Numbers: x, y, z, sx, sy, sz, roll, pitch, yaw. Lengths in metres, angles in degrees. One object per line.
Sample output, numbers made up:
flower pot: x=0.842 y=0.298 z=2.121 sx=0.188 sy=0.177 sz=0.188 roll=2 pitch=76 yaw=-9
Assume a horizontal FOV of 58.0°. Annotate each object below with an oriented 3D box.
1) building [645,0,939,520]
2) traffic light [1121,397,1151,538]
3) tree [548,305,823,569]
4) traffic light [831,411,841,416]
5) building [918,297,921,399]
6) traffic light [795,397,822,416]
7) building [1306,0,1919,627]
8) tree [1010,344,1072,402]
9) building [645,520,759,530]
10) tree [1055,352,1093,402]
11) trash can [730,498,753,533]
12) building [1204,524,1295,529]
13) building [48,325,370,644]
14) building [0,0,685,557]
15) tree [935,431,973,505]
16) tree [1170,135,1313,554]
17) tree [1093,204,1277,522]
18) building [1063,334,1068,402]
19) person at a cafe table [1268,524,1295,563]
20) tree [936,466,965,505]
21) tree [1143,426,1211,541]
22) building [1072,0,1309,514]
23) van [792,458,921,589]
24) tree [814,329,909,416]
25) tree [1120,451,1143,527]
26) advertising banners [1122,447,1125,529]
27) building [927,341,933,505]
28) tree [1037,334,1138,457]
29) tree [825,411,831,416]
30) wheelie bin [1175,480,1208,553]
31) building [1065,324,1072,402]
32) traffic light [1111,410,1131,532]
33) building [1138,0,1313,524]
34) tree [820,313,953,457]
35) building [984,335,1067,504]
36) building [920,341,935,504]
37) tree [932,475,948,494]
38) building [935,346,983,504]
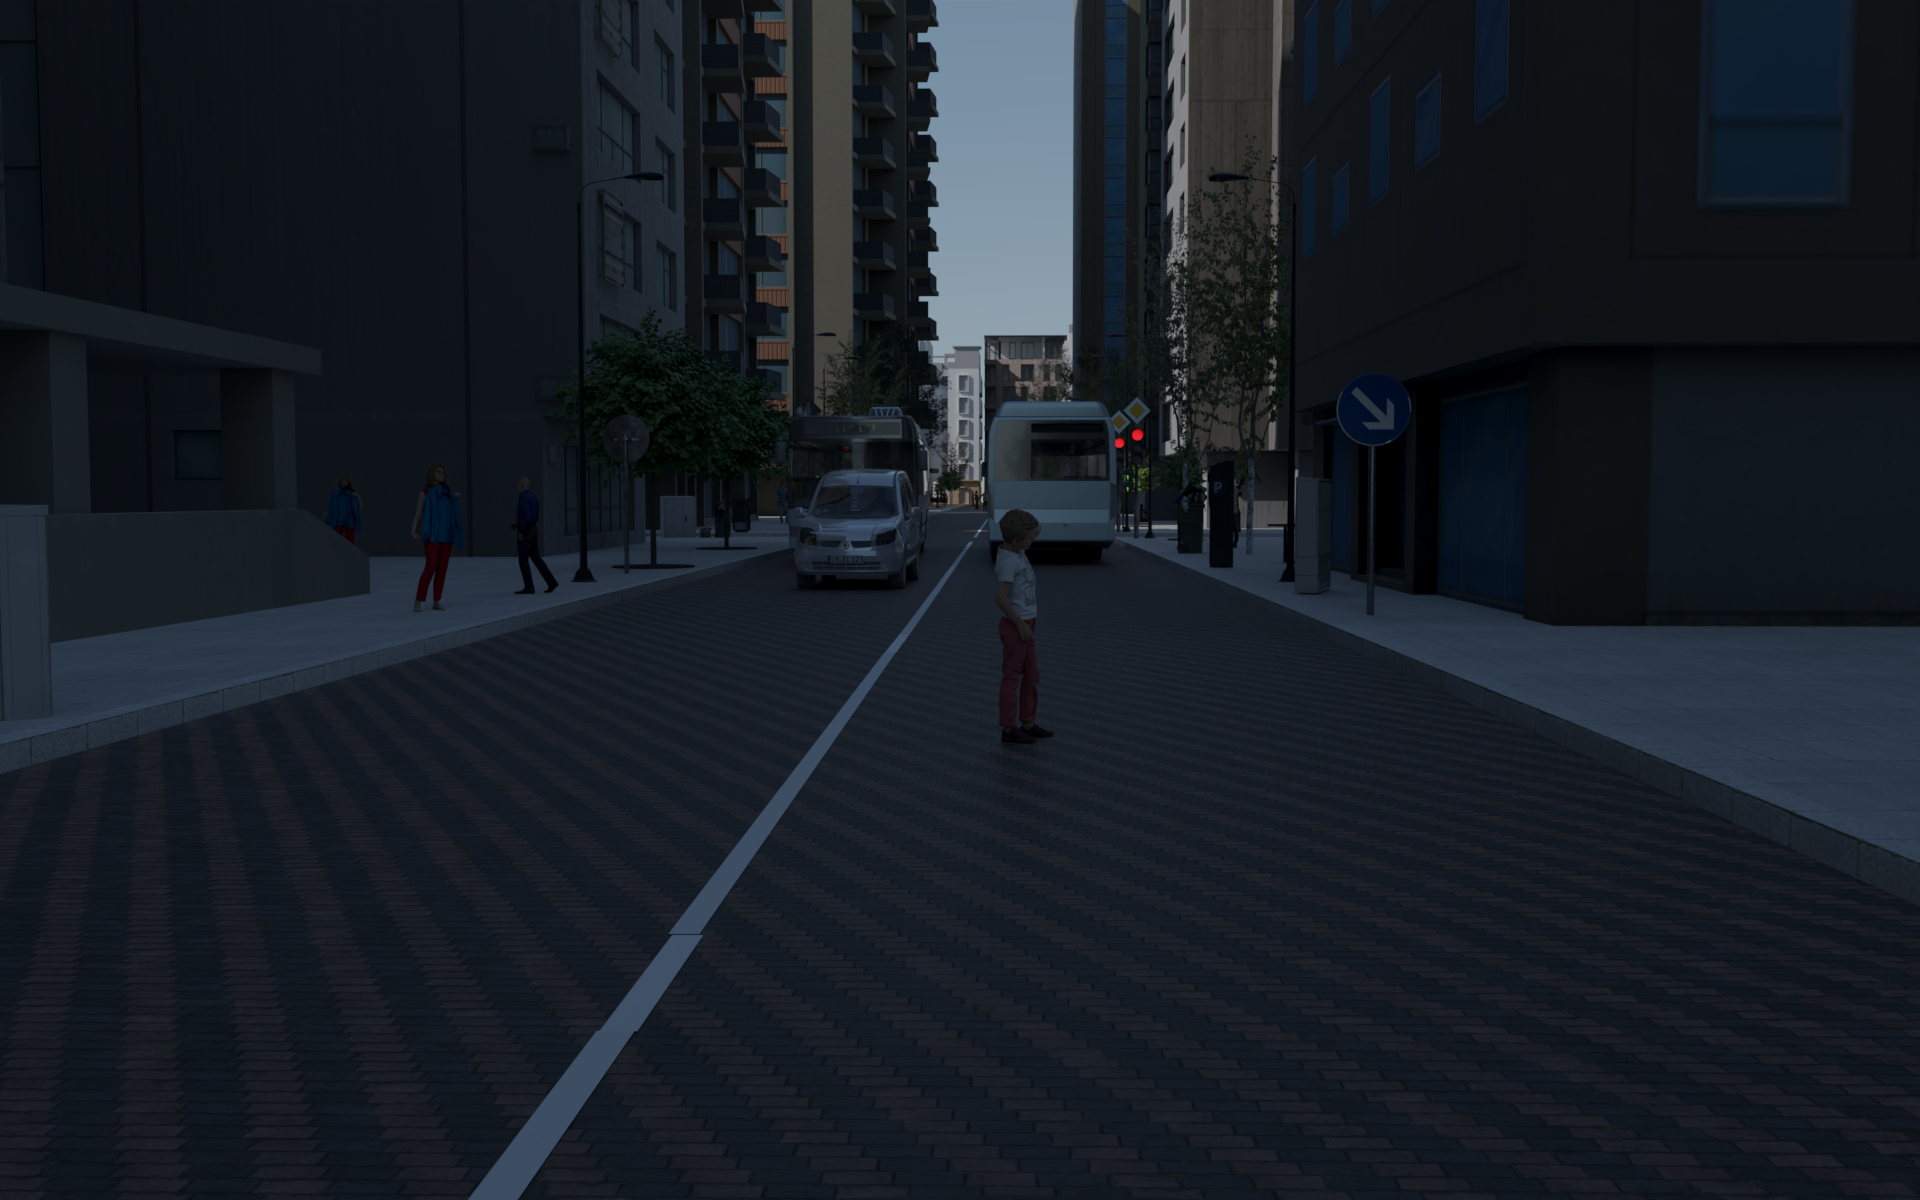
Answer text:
building: x=-12.695 y=-27.878 z=110.428 sx=22.147 sy=44.769 sz=28.867 roll=0 pitch=4 yaw=2
traffic light: x=5.094 y=-3.745 z=50.157 sx=0.839 sy=4.253 sz=0.868 roll=0 pitch=4 yaw=2
tree: x=-5.425 y=-2.846 z=30.241 sx=4.285 sy=4.588 sz=4.351 roll=0 pitch=3 yaw=0
traffic light: x=-4.171 y=-4.248 z=58.375 sx=0.839 sy=4.253 sz=0.868 roll=0 pitch=4 yaw=2
building: x=-18.111 y=-18.741 z=150.396 sx=27.936 sy=21.610 sz=32.646 roll=0 pitch=4 yaw=2
traffic light: x=-4.384 y=-3.760 z=50.392 sx=0.839 sy=4.253 sz=0.868 roll=0 pitch=4 yaw=2
building: x=12.499 y=-22.743 z=21.958 sx=14.600 sy=45.320 sz=14.200 roll=0 pitch=4 yaw=2
tree: x=8.074 y=-14.210 z=142.710 sx=12.009 sy=13.543 sz=11.850 roll=0 pitch=3 yaw=0
building: x=-19.511 y=-25.637 z=73.797 sx=22.147 sy=44.769 sz=28.867 roll=0 pitch=4 yaw=2
tree: x=7.018 y=-7.914 z=79.756 sx=4.360 sy=8.622 sz=3.978 roll=0 pitch=3 yaw=0
trash can: x=-7.312 y=-2.831 z=57.942 sx=0.748 sy=1.137 sz=0.748 roll=0 pitch=3 yaw=0
building: x=15.231 y=-18.038 z=66.615 sx=14.107 sy=30.474 sz=14.160 roll=0 pitch=4 yaw=2
building: x=-23.887 y=-19.738 z=14.595 sx=32.217 sy=40.220 sz=23.993 roll=0 pitch=4 yaw=2
building: x=-14.270 y=-21.859 z=40.985 sx=14.086 sy=41.232 sz=14.154 roll=0 pitch=4 yaw=2
tree: x=-0.670 y=-15.134 z=197.805 sx=4.360 sy=8.622 sz=3.978 roll=0 pitch=3 yaw=0
tree: x=6.396 y=-5.278 z=36.656 sx=4.737 sy=8.622 sz=4.395 roll=0 pitch=3 yaw=0
tree: x=5.856 y=-5.730 z=44.046 sx=4.360 sy=8.622 sz=3.978 roll=0 pitch=3 yaw=0
building: x=20.228 y=-19.888 z=191.632 sx=16.747 sy=18.905 sz=31.486 roll=0 pitch=4 yaw=2
person at a cafe table: x=6.937 y=-1.302 z=32.149 sx=1.698 sy=1.238 sz=1.726 roll=-3 pitch=5 yaw=-39
tree: x=-1.144 y=-13.361 z=202.165 sx=4.285 sy=4.588 sz=4.351 roll=0 pitch=3 yaw=0
tree: x=6.358 y=-3.265 z=47.989 sx=1.663 sy=3.219 sz=1.824 roll=0 pitch=3 yaw=0
building: x=14.839 y=-28.583 z=117.446 sx=14.600 sy=45.320 sz=14.200 roll=0 pitch=4 yaw=2
van: x=-1.576 y=-1.257 z=27.563 sx=2.013 sy=2.044 sz=4.112 roll=0 pitch=4 yaw=3
tree: x=-4.487 y=-7.836 z=78.479 sx=4.737 sy=8.622 sz=4.395 roll=0 pitch=3 yaw=0
tree: x=6.957 y=-4.440 z=67.200 sx=1.663 sy=3.219 sz=1.824 roll=0 pitch=3 yaw=0
advertising banners: x=6.014 y=-4.124 z=63.613 sx=0.090 sy=3.025 sz=2.074 roll=0 pitch=4 yaw=7
building: x=-19.190 y=-20.412 z=200.196 sx=31.486 sy=18.905 sz=16.747 roll=0 pitch=4 yaw=2
tree: x=7.671 y=-10.256 z=102.092 sx=8.767 sy=10.594 sz=7.601 roll=2 pitch=4 yaw=23
tree: x=-5.417 y=-3.457 z=40.240 sx=4.285 sy=4.588 sz=4.351 roll=0 pitch=3 yaw=0
wheelie bin: x=5.024 y=-1.818 z=37.633 sx=0.693 sy=1.594 sz=0.980 roll=1 pitch=4 yaw=8
building: x=18.441 y=-19.194 z=170.241 sx=16.016 sy=20.091 sz=11.380 roll=0 pitch=4 yaw=2
traffic light: x=5.307 y=-4.234 z=58.139 sx=0.839 sy=4.253 sz=0.868 roll=0 pitch=4 yaw=2
building: x=16.093 y=-19.416 z=89.146 sx=14.160 sy=30.474 sz=14.107 roll=0 pitch=4 yaw=2
tree: x=-3.814 y=-9.443 z=88.803 sx=7.601 sy=10.594 sz=8.767 roll=1 pitch=4 yaw=10
building: x=19.643 y=-23.783 z=232.819 sx=32.646 sy=21.610 sz=27.936 roll=0 pitch=4 yaw=2
building: x=-11.216 y=-20.011 z=183.602 sx=16.016 sy=20.091 sz=11.380 roll=0 pitch=4 yaw=2
tree: x=-1.828 y=-10.640 z=168.562 sx=1.663 sy=3.219 sz=1.824 roll=0 pitch=3 yaw=0
building: x=-2.815 y=-22.684 z=227.301 sx=11.380 sy=20.091 sz=16.016 roll=0 pitch=4 yaw=2
